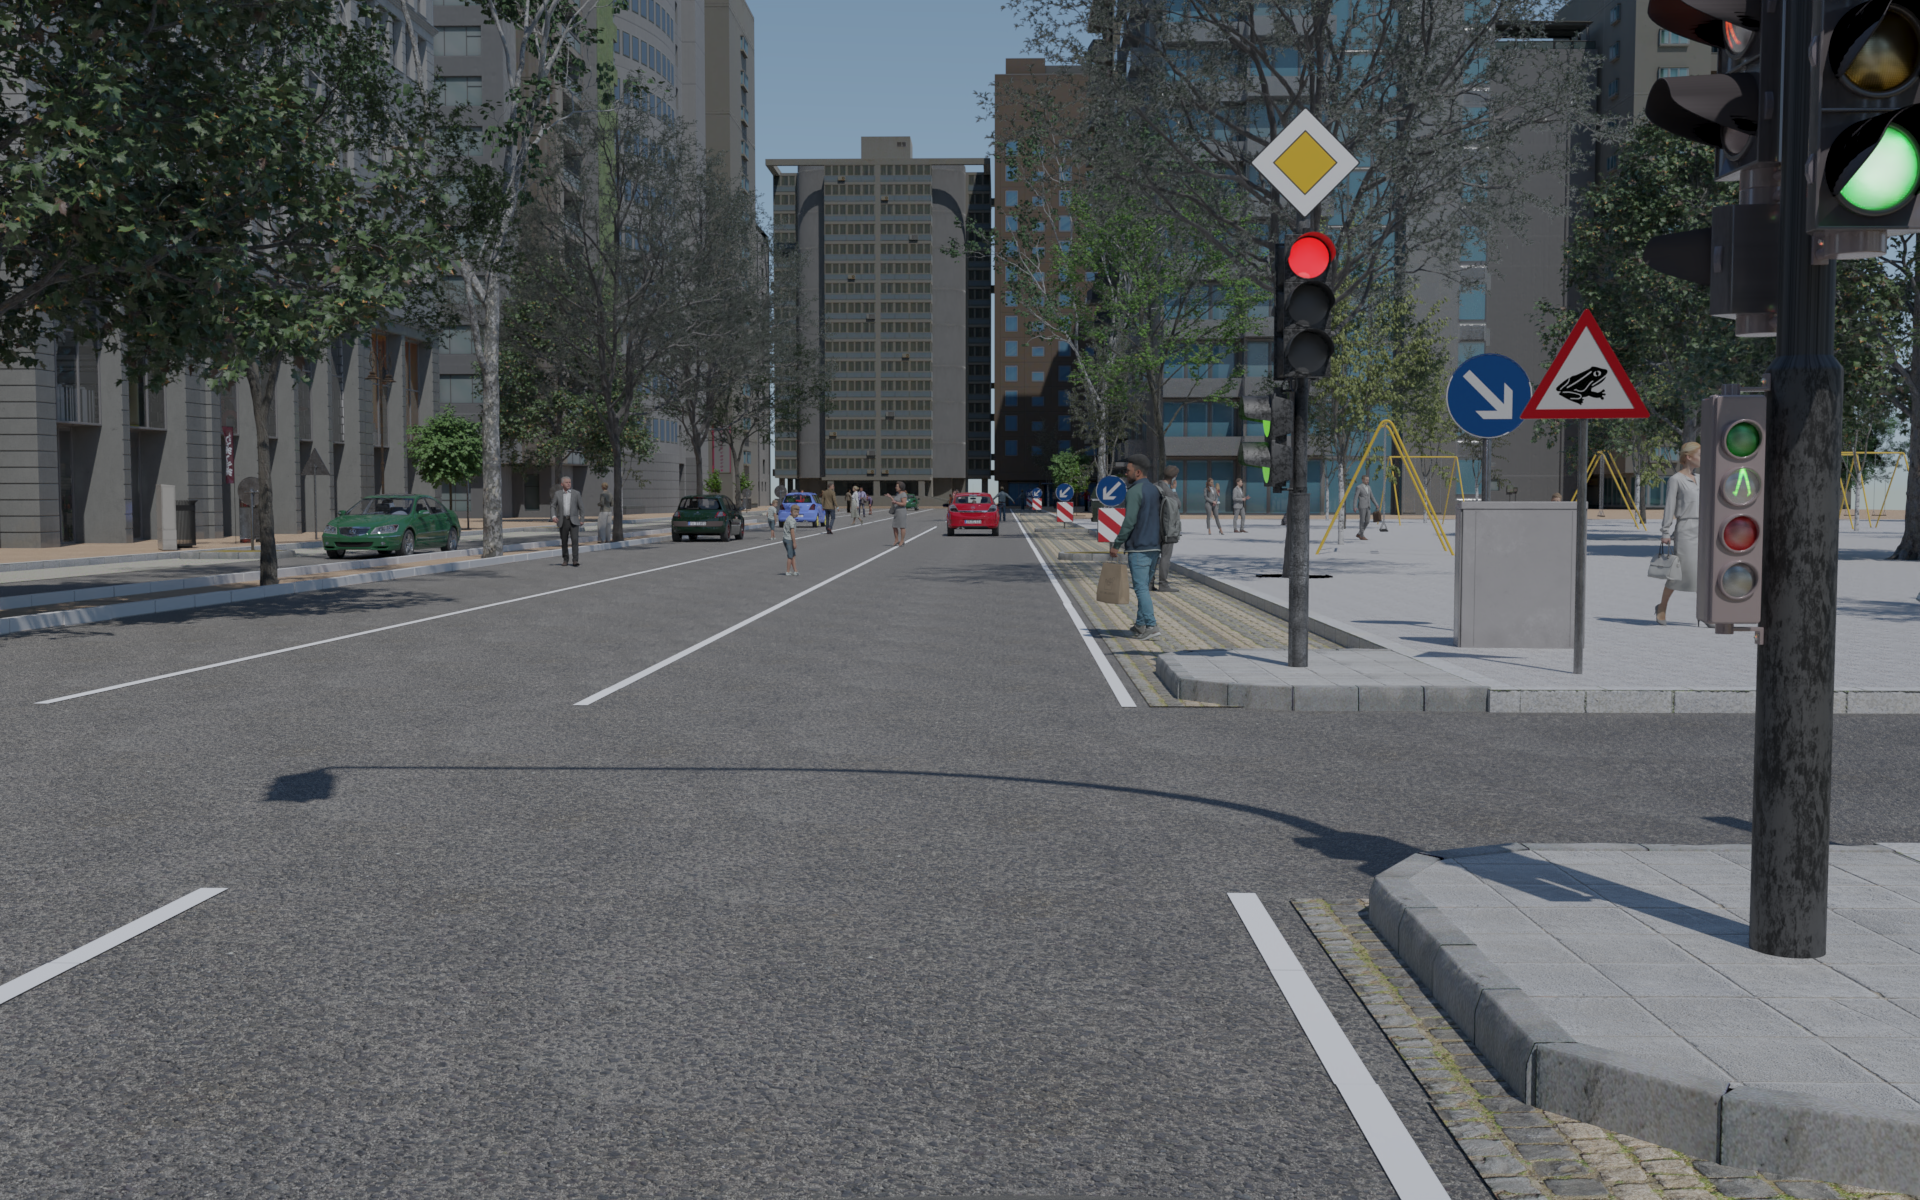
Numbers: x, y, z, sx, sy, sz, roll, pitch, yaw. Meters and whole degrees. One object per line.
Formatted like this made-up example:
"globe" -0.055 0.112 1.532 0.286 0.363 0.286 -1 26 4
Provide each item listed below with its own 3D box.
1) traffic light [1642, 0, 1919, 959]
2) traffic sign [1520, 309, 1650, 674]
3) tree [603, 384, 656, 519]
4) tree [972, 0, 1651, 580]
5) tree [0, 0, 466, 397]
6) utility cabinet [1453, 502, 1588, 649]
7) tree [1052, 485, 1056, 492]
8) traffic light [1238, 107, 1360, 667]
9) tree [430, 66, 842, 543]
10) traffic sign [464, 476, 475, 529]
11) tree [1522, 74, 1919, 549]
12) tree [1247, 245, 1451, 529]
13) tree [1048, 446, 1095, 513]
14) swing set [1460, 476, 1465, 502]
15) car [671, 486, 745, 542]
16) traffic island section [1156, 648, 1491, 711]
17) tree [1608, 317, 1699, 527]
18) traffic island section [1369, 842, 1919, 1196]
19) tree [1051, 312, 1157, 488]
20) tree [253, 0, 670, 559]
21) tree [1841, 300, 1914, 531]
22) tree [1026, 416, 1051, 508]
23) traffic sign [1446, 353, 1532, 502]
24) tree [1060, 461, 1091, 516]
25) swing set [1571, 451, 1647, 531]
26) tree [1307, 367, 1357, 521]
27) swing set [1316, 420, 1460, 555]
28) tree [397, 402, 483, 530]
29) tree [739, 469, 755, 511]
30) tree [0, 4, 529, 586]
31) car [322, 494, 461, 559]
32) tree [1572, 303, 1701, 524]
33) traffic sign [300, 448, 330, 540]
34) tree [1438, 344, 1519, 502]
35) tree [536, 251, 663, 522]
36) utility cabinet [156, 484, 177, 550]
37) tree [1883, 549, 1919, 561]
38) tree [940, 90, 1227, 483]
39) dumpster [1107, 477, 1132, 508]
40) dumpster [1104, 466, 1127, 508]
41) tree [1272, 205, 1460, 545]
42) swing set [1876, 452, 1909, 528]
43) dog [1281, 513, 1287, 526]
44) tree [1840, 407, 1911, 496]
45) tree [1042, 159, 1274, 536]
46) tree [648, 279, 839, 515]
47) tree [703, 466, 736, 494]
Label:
"traffic light" 0.211 -1.836 4.694 4.771 5.953 1.251 0 4 1
"traffic sign" 4.408 -0.751 12.282 0.884 2.594 0.081 0 4 6
"tree" -17.359 -8.445 88.445 4.360 8.622 3.978 0 3 0
"tree" 5.185 -7.073 26.011 12.009 13.543 11.850 0 3 0
"tree" -10.575 -6.025 17.969 9.611 12.733 9.660 0 3 0
"utility cabinet" 4.687 -0.205 14.515 1.020 1.237 0.306 0 4 7
"tree" 8.447 -8.829 138.950 1.663 3.219 1.824 0 3 0
"traffic light" 2.495 -1.459 12.768 0.839 4.253 0.868 0 4 1
"tree" -9.903 -8.374 49.743 12.009 13.543 11.850 0 3 0
"traffic sign" -18.176 -3.905 63.947 0.768 2.556 0.104 0 4 3
"tree" 20.247 -7.990 47.649 9.611 12.733 9.660 0 3 0
"tree" 14.335 -7.898 63.544 7.601 10.594 8.767 -3 5 -40
"tree" 7.548 -8.217 118.054 4.285 4.588 4.351 0 3 0
"swing set" 19.037 -4.533 71.740 3.119 2.851 2.862 0 4 -5
"car" -7.713 -2.657 53.224 2.009 1.686 4.222 0 4 2
"traffic island section" 2.535 0.575 12.881 2.009 0.180 2.903 0 4 1
"tree" 26.716 -7.162 67.457 4.737 8.622 4.395 0 3 0
"traffic island section" 2.344 1.063 4.898 2.009 0.180 2.903 0 4 1
"tree" 6.072 -7.381 71.045 4.360 8.622 3.978 0 3 0
"tree" -11.147 -10.938 37.179 12.611 20.169 13.585 0 3 0
"tree" 31.090 -6.705 59.995 4.360 8.622 3.978 0 3 0
"tree" 8.319 -13.009 163.057 4.360 8.622 3.978 0 3 0
"traffic sign" 4.795 -0.959 15.789 0.768 2.556 0.104 0 4 4
"tree" 6.768 -6.422 99.606 1.663 3.219 1.824 0 3 0
"swing set" 22.937 -3.931 61.892 2.862 2.851 3.119 1 4 16
"tree" 17.664 -8.137 83.394 4.360 8.622 3.978 0 3 0
"swing set" 9.281 -2.463 37.895 2.862 2.851 3.119 1 4 13
"tree" -18.262 -4.770 61.697 4.285 4.588 4.351 0 3 0
"tree" -16.551 -8.436 132.530 1.663 3.219 1.824 0 3 0
"tree" -10.618 -5.496 26.728 8.767 10.594 7.601 0 4 1
"car" -13.054 -1.724 39.979 2.131 1.459 4.920 0 4 3
"tree" 29.591 -8.571 74.548 8.767 10.594 7.601 2 4 27
"traffic sign" -18.157 -2.983 48.774 0.884 2.594 0.081 0 4 8
"tree" 25.277 -8.201 84.450 4.360 8.622 3.978 0 3 0
"tree" -18.403 -9.945 79.602 9.611 12.733 9.660 0 3 0
"utility cabinet" -18.143 -1.892 39.616 0.318 1.500 1.173 -2 4 -30
"tree" 18.609 -7.126 33.524 9.611 12.733 9.660 0 3 0
"tree" 5.784 -13.829 81.996 12.611 20.169 13.585 0 3 0
"dumpster" 5.665 -3.286 59.493 1.264 1.857 1.865 0 4 1
"dumpster" 5.750 -3.627 61.800 1.502 2.255 1.985 0 4 2
"tree" 9.783 -5.693 43.437 4.737 8.622 4.395 0 3 0
"swing set" 33.885 -4.094 64.563 3.119 2.851 2.862 0 4 -7
"dog" 13.254 -3.453 70.844 0.800 0.831 0.513 0 4 7
"tree" 49.466 -7.193 80.517 20.602 7.101 11.467 1 4 8
"tree" 6.063 -7.761 52.655 9.928 11.665 9.643 0 3 0
"tree" -9.100 -8.252 71.793 8.767 10.594 7.601 0 4 1
"tree" -16.593 -7.522 117.590 1.663 3.219 1.824 0 3 0
